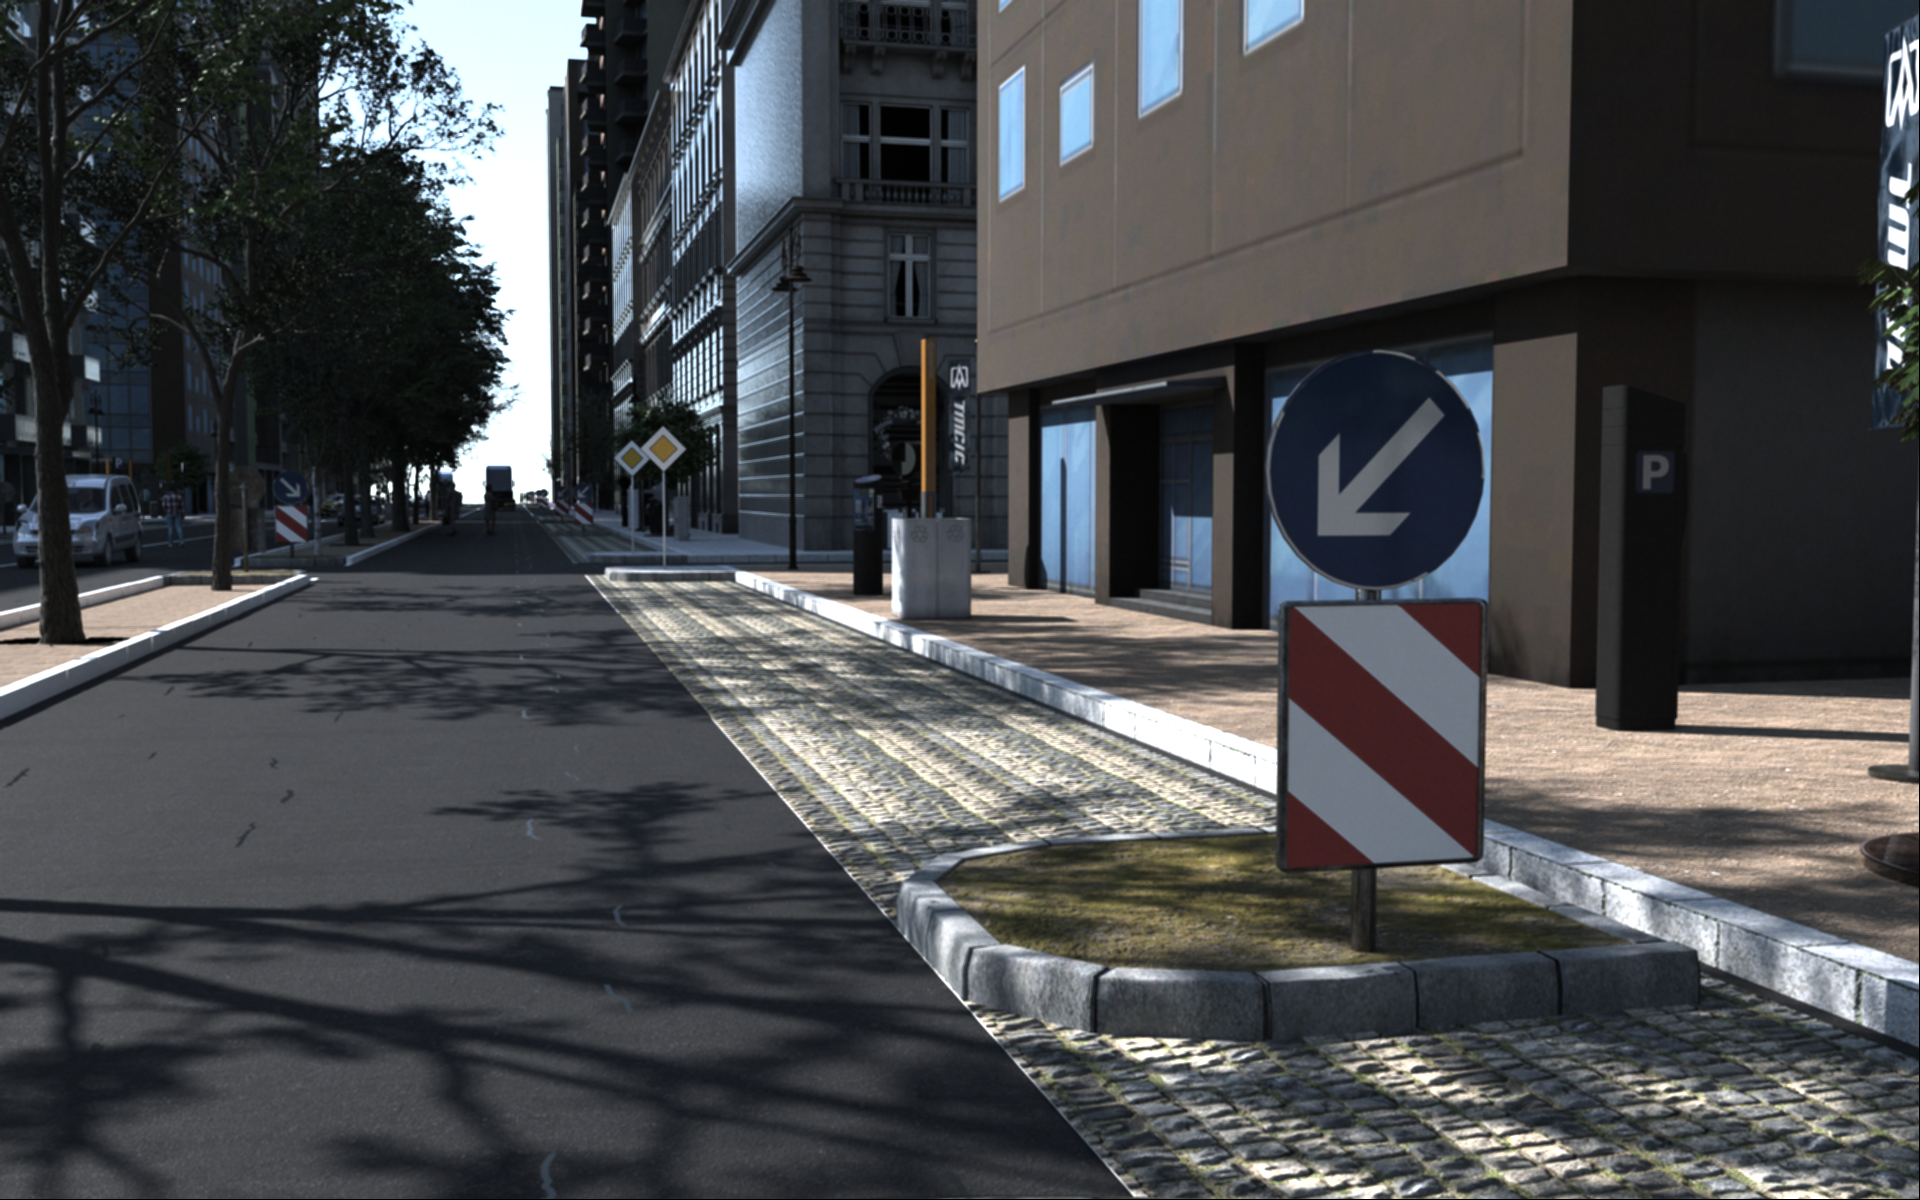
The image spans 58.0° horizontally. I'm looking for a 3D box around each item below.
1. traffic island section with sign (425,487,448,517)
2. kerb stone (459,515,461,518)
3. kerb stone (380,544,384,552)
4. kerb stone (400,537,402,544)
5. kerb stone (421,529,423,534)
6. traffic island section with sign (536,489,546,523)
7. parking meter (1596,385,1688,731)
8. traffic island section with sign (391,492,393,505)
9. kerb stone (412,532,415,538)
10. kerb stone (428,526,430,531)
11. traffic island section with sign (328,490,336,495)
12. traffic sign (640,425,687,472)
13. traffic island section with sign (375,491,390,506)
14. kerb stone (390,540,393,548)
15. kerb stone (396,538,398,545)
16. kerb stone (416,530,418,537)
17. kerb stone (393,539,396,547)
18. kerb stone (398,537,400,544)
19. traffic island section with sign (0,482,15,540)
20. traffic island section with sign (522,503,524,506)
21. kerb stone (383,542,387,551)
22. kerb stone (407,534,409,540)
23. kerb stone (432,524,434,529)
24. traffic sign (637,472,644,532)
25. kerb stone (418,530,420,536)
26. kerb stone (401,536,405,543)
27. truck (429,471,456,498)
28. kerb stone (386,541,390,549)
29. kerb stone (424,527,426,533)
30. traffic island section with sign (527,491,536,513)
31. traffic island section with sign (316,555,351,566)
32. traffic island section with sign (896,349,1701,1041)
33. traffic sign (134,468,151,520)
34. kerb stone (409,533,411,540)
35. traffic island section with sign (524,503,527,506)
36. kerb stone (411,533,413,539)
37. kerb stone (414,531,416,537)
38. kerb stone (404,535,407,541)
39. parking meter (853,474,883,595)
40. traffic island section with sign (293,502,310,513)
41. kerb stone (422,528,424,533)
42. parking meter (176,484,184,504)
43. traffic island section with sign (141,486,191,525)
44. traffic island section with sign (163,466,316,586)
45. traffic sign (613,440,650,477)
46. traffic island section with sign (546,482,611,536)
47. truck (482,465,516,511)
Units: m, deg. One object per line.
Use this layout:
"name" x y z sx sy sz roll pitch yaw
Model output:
"traffic island section with sign" -32.297 -6.106 107.974 2.006 1.907 1.989 -1 4 -14
"kerb stone" -30.930 -5.187 106.997 0.120 0.150 1.000 -1 4 -14
"kerb stone" -14.293 -1.242 42.505 0.120 0.150 1.000 -1 4 -14
"kerb stone" -16.088 -1.667 49.453 0.120 0.150 1.000 -1 4 -14
"kerb stone" -18.893 -2.331 60.366 0.120 0.150 1.000 -1 4 -14
"traffic island section with sign" -19.764 -4.698 85.438 1.989 1.847 2.006 -1 4 -14
"parking meter" 3.725 -0.229 9.462 0.399 1.863 0.255 -1 4 -10
"traffic island section with sign" -77.042 -13.884 235.636 1.989 1.847 2.006 -1 4 -14
"kerb stone" -17.610 -2.030 55.404 0.120 0.150 1.000 -1 4 -14
"kerb stone" -20.177 -2.637 65.316 0.120 0.150 1.000 -1 4 -14
"traffic island section with sign" -56.323 -8.976 155.378 1.989 1.847 2.006 -1 4 -14
"traffic sign" -5.009 -1.665 29.418 0.795 2.593 0.064 -1 4 -14
"traffic island section with sign" -70.256 -12.278 209.368 1.989 1.847 2.006 -1 4 -14
"kerb stone" -15.061 -1.424 45.480 0.120 0.150 1.000 -1 4 -14
"kerb stone" -15.567 -1.544 47.472 0.120 0.150 1.000 -1 4 -14
"kerb stone" -18.128 -2.152 57.381 0.120 0.150 1.000 -1 4 -14
"kerb stone" -15.308 -1.484 46.477 0.120 0.150 1.000 -1 4 -14
"kerb stone" -15.831 -1.607 48.464 0.120 0.150 1.000 -1 4 -14
"traffic island section with sign" -30.387 -2.829 54.882 1.989 1.847 2.006 -1 4 -14
"traffic island section with sign" -52.845 -12.538 213.624 1.989 1.847 2.006 -1 4 -14
"kerb stone" -14.551 -1.303 43.500 0.120 0.150 1.000 -1 4 -14
"kerb stone" -16.851 -1.849 52.427 0.120 0.150 1.000 -1 4 -14
"kerb stone" -20.934 -2.819 68.287 0.120 0.150 1.000 -1 4 -14
"traffic sign" -10.622 -3.540 57.988 0.768 2.556 0.104 -1 4 -10
"kerb stone" -18.380 -2.213 58.372 0.120 0.150 1.000 -1 4 -14
"kerb stone" -16.336 -1.727 50.445 0.120 0.150 1.000 -1 4 -14
"truck" -61.317 -13.277 206.844 2.967 4.110 18.799 -1 4 -13
"kerb stone" -14.804 -1.363 44.491 0.120 0.150 1.000 -1 4 -14
"kerb stone" -19.410 -2.456 62.344 0.120 0.150 1.000 -1 4 -14
"traffic island section with sign" -32.309 -7.671 134.052 1.989 1.847 2.006 -1 4 -14
"traffic island section with sign" -13.512 -1.656 35.212 2.006 1.907 1.989 -1 4 -14
"traffic island section with sign" 0.859 0.191 5.500 1.989 1.847 2.006 -1 4 -14
"traffic sign" -39.672 -5.135 84.061 0.768 2.556 0.104 -1 4 -14
"kerb stone" -17.109 -1.909 53.417 0.120 0.150 1.000 -1 4 -14
"traffic island section with sign" -39.050 -9.268 160.154 1.989 1.847 2.006 -1 4 -14
"kerb stone" -17.355 -1.970 54.409 0.120 0.150 1.000 -1 4 -14
"kerb stone" -17.872 -2.092 56.392 0.120 0.150 1.000 -1 4 -14
"kerb stone" -16.599 -1.788 51.434 0.120 0.150 1.000 -1 4 -14
"parking meter" -1.172 -0.834 22.054 0.372 1.533 0.369 0 3 0
"traffic island section with sign" -49.588 -7.379 129.275 1.989 1.847 2.006 -1 4 -14
"kerb stone" -19.153 -2.394 61.354 0.120 0.150 1.000 -1 4 -14
"parking meter" -43.864 -5.612 97.463 0.255 1.863 0.399 0 4 6
"traffic island section with sign" -37.129 -4.425 80.984 1.989 1.847 2.006 -1 4 -14
"traffic island section with sign" -11.670 -1.217 28.037 2.006 1.907 1.989 -1 4 -14
"traffic sign" -7.004 -2.138 37.151 0.795 2.593 0.064 -1 4 -14
"traffic island section with sign" -13.040 -3.101 59.332 1.989 1.847 2.006 -1 4 -14
"truck" -41.414 -10.154 155.782 2.967 4.110 18.799 -1 4 -15
